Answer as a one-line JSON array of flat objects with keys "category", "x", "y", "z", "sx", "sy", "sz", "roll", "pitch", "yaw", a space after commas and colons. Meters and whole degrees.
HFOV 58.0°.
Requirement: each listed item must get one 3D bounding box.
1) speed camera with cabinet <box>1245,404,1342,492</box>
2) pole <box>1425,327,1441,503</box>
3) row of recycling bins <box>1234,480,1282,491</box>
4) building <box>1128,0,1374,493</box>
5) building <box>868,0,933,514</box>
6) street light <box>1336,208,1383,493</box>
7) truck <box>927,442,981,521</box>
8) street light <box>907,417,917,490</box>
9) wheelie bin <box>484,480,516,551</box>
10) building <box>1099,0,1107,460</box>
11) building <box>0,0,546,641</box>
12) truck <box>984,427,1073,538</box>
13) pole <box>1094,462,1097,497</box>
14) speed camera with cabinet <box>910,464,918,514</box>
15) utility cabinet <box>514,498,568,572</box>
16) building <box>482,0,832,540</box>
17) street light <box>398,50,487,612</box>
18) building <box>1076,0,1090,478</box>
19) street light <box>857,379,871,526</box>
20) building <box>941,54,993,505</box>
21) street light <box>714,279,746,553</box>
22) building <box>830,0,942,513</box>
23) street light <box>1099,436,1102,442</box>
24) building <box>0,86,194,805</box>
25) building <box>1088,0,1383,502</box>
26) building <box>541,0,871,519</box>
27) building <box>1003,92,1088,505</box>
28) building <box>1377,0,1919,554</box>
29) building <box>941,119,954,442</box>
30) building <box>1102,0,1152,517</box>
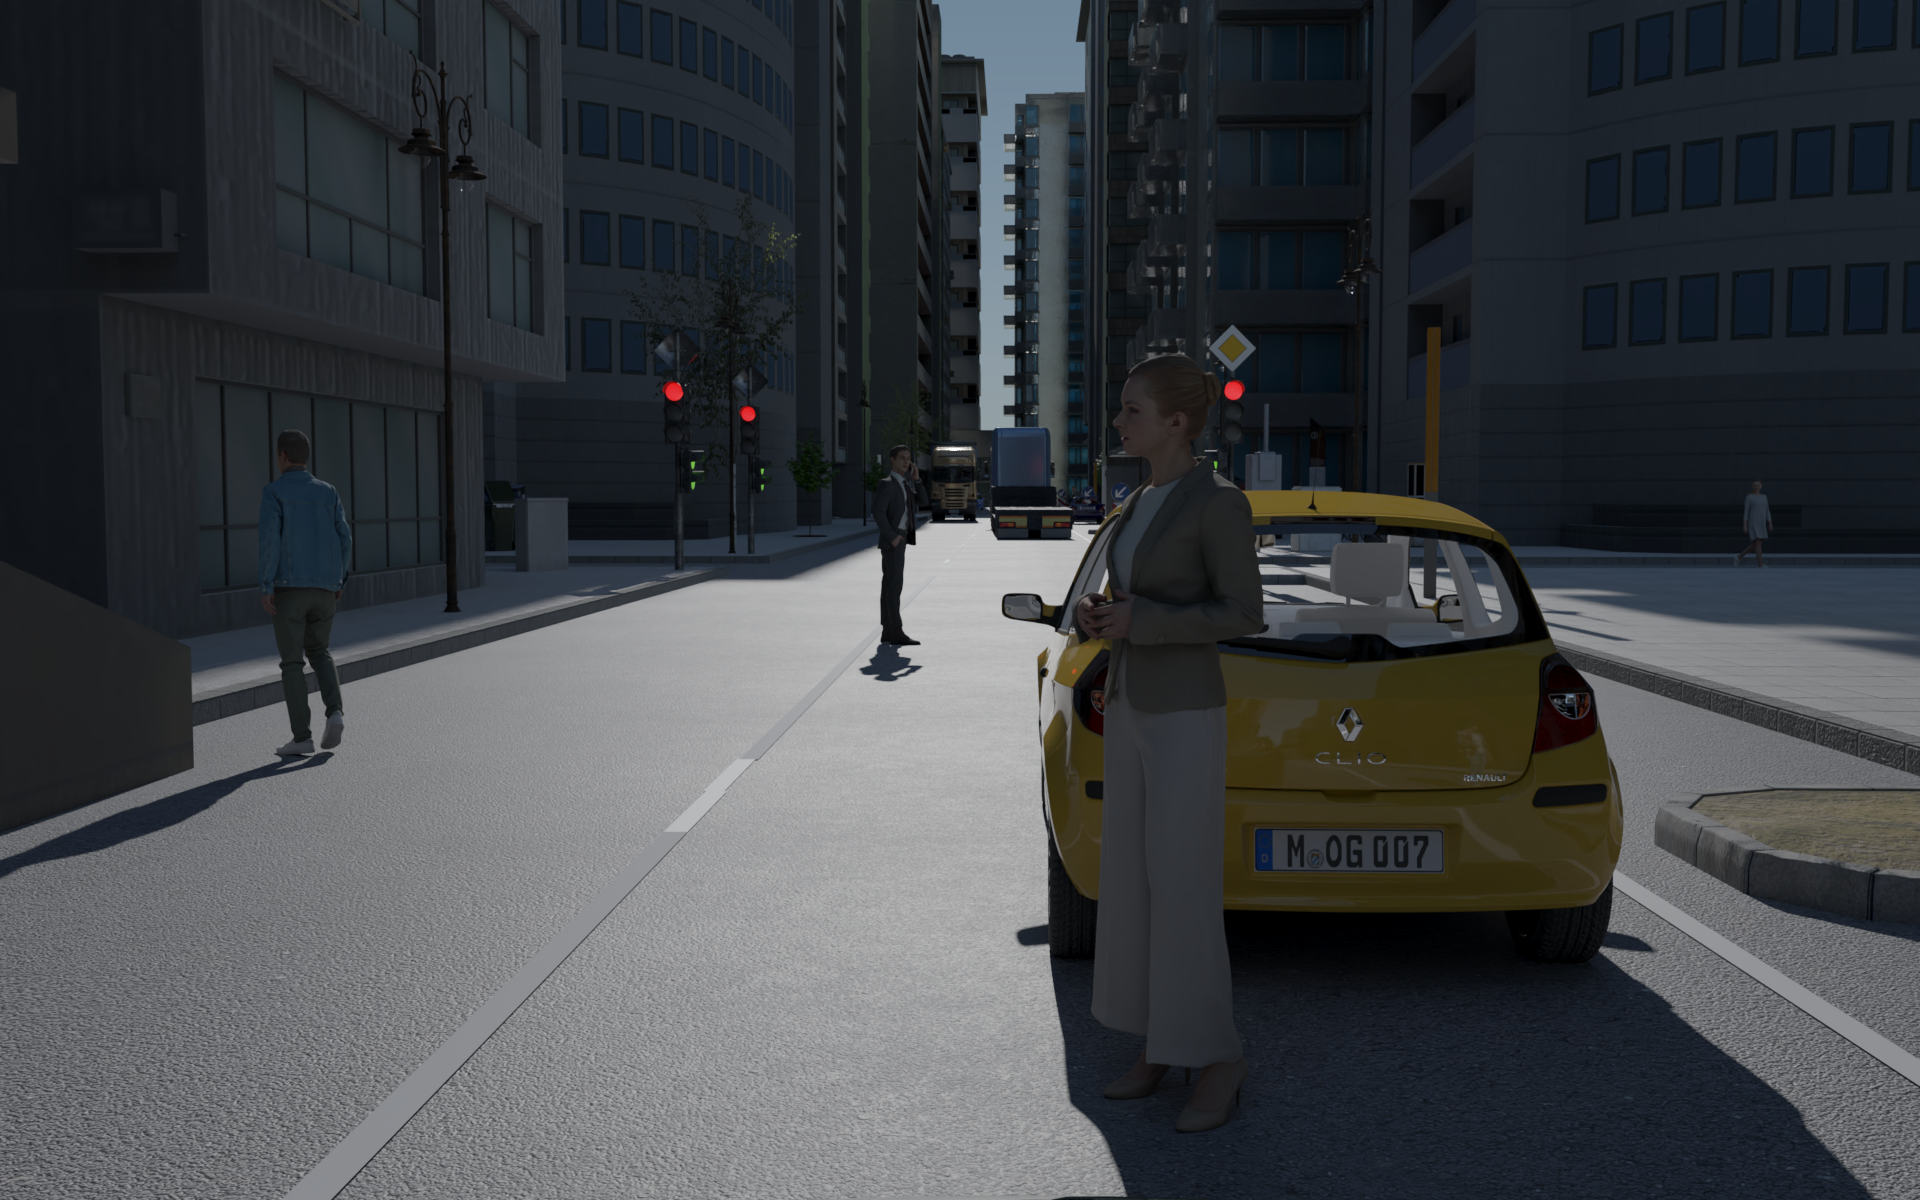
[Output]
[{"category": "speed camera with cabinet", "x": 7.379, "y": -2.691, "z": 38.326, "sx": 2.038, "sy": 3.252, "sz": 0.660, "roll": 0, "pitch": 4, "yaw": -7}, {"category": "pole", "x": 5.805, "y": -1.680, "z": 21.311, "sx": 0.158, "sy": 3.312, "sz": 0.155, "roll": 0, "pitch": 3, "yaw": 0}, {"category": "row of recycling bins", "x": 8.346, "y": -2.663, "z": 50.656, "sx": 1.069, "sy": 1.692, "sz": 3.534, "roll": -1, "pitch": 4, "yaw": -19}, {"category": "building", "x": 18.590, "y": -27.622, "z": 71.226, "sx": 23.786, "sy": 49.044, "sz": 30.456, "roll": 0, "pitch": 4, "yaw": 2}, {"category": "building", "x": -13.101, "y": -30.518, "z": 122.665, "sx": 21.300, "sy": 48.544, "sz": 21.600, "roll": 0, "pitch": 4, "yaw": 2}, {"category": "street light", "x": 6.510, "y": -3.400, "z": 28.379, "sx": 0.468, "sy": 5.910, "sz": 1.993, "roll": 0, "pitch": 4, "yaw": 2}, {"category": "truck", "x": -0.314, "y": -6.467, "z": 94.649, "sx": 2.839, "sy": 4.237, "sz": 11.283, "roll": 0, "pitch": 3, "yaw": 0}, {"category": "street light", "x": -2.835, "y": -7.913, "z": 102.167, "sx": 0.468, "sy": 5.910, "sz": 1.993, "roll": 0, "pitch": 4, "yaw": 2}, {"category": "wheelie bin", "x": -10.442, "y": -1.898, "z": 38.937, "sx": 0.693, "sy": 1.594, "sz": 0.980, "roll": 3, "pitch": 5, "yaw": 44}, {"category": "building", "x": 17.266, "y": -28.973, "z": 123.822, "sx": 14.600, "sy": 45.320, "sz": 14.200, "roll": 0, "pitch": 4, "yaw": 2}, {"category": "building", "x": -12.644, "y": -20.560, "z": 19.748, "sx": 14.086, "sy": 41.232, "sz": 14.154, "roll": 0, "pitch": 4, "yaw": 2}, {"category": "truck", "x": 2.423, "y": -4.545, "z": 64.064, "sx": 2.967, "sy": 4.110, "sz": 18.799, "roll": 0, "pitch": 4, "yaw": 0}, {"category": "pole", "x": 8.707, "y": -7.189, "z": 111.383, "sx": 0.158, "sy": 3.312, "sz": 0.155, "roll": 0, "pitch": 3, "yaw": 0}, {"category": "speed camera with cabinet", "x": -3.536, "y": -7.196, "z": 111.992, "sx": 2.038, "sy": 3.252, "sz": 0.660, "roll": -1, "pitch": 4, "yaw": -14}, {"category": "utility cabinet", "x": -7.009, "y": -1.092, "z": 29.009, "sx": 0.306, "sy": 1.237, "sz": 1.020, "roll": 2, "pitch": 4, "yaw": 28}, {"category": "building", "x": -16.388, "y": -31.587, "z": 58.448, "sx": 21.231, "sy": 58.520, "sz": 28.212, "roll": 0, "pitch": 4, "yaw": 2}, {"category": "street light", "x": -5.525, "y": -2.806, "z": 18.668, "sx": 0.468, "sy": 5.910, "sz": 1.993, "roll": 0, "pitch": 4, "yaw": 2}, {"category": "building", "x": 26.333, "y": -35.702, "z": 172.972, "sx": 28.713, "sy": 52.752, "sz": 27.495, "roll": 0, "pitch": 4, "yaw": 2}, {"category": "street light", "x": -3.835, "y": -5.918, "z": 69.544, "sx": 0.468, "sy": 5.910, "sz": 1.993, "roll": 0, "pitch": 4, "yaw": 2}, {"category": "building", "x": -8.439, "y": -37.940, "z": 209.559, "sx": 27.495, "sy": 52.752, "sz": 28.713, "roll": 0, "pitch": 4, "yaw": 2}, {"category": "street light", "x": -4.933, "y": -3.947, "z": 37.322, "sx": 0.468, "sy": 5.910, "sz": 1.993, "roll": 0, "pitch": 4, "yaw": 2}, {"category": "building", "x": -8.786, "y": -27.950, "z": 140.570, "sx": 14.154, "sy": 41.232, "sz": 14.086, "roll": 0, "pitch": 4, "yaw": 2}, {"category": "street light", "x": 9.177, "y": -8.482, "z": 111.473, "sx": 0.468, "sy": 5.910, "sz": 1.993, "roll": 0, "pitch": 4, "yaw": 2}, {"category": "building", "x": -20.325, "y": -18.931, "z": 1.409, "sx": 32.217, "sy": 40.220, "sz": 23.993, "roll": 0, "pitch": 4, "yaw": 2}, {"category": "building", "x": 21.336, "y": -36.865, "z": 144.750, "sx": 21.231, "sy": 58.520, "sz": 28.212, "roll": 0, "pitch": 4, "yaw": 2}, {"category": "building", "x": -12.147, "y": -24.731, "z": 87.950, "sx": 14.154, "sy": 41.232, "sz": 14.086, "roll": 0, "pitch": 4, "yaw": 2}, {"category": "building", "x": 20.437, "y": -35.869, "z": 206.071, "sx": 30.456, "sy": 49.044, "sz": 23.786, "roll": 0, "pitch": 4, "yaw": 2}, {"category": "building", "x": 26.833, "y": -30.749, "z": 44.753, "sx": 28.212, "sy": 58.520, "sz": 21.231, "roll": 0, "pitch": 4, "yaw": 2}, {"category": "building", "x": -12.755, "y": -29.393, "z": 172.454, "sx": 23.993, "sy": 40.220, "sz": 32.217, "roll": 0, "pitch": 4, "yaw": 2}, {"category": "building", "x": 15.367, "y": -20.210, "z": 102.135, "sx": 14.160, "sy": 30.474, "sz": 14.107, "roll": 0, "pitch": 4, "yaw": 2}]
